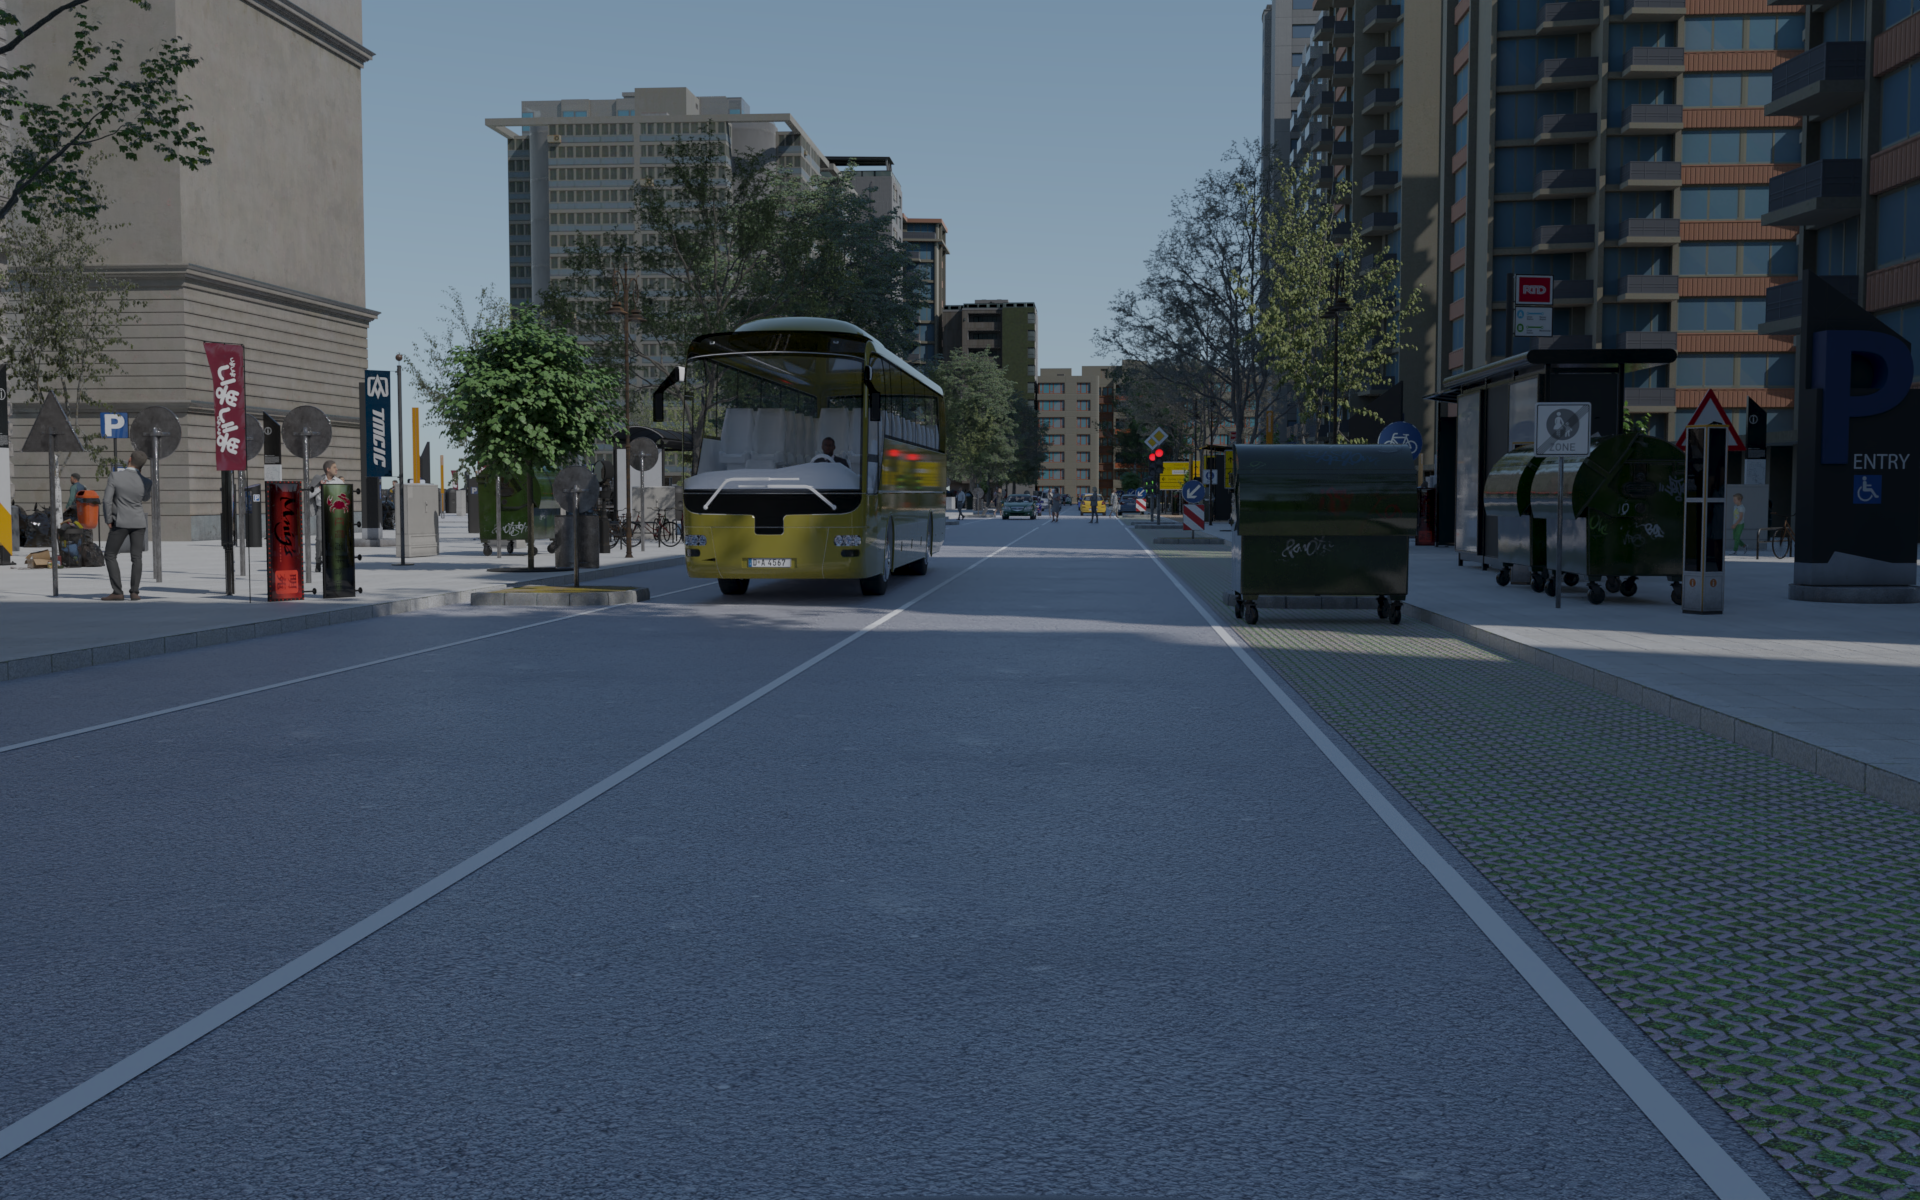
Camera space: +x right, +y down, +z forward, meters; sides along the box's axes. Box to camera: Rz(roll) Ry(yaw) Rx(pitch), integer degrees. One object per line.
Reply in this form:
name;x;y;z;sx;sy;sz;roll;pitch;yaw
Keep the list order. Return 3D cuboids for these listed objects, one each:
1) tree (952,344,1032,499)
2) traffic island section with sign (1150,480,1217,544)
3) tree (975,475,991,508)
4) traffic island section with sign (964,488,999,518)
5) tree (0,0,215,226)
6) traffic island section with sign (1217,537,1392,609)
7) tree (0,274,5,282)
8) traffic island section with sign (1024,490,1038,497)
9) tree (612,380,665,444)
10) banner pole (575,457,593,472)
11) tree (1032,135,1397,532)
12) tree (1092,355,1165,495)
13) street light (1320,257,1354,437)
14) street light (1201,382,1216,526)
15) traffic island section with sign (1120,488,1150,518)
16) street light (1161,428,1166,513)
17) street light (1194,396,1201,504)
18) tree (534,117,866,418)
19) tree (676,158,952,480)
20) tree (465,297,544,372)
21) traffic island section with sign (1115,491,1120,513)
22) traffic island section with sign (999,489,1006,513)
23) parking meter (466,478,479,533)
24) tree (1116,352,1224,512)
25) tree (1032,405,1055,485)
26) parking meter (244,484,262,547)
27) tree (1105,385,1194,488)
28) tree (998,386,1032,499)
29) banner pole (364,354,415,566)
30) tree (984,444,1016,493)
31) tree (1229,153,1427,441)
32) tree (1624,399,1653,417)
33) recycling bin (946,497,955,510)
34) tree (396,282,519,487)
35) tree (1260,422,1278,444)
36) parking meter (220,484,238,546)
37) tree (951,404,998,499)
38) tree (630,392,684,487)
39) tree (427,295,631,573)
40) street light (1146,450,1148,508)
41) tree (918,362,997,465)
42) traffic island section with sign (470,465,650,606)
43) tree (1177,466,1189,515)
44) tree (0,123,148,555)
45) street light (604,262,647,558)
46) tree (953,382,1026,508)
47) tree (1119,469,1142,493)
tree;0.967;-14.689;146.812;9.857;13.997;8.962;0;3;0
traffic island section with sign;6.585;-2.529;49.975;1.989;1.847;2.006;0;4;4
tree;2.176;-9.845;155.566;1.663;3.219;1.824;0;3;0
traffic island section with sign;1.180;-5.964;106.137;1.989;1.847;2.006;0;4;4
tree;-8.671;-5.405;14.123;9.928;11.665;9.643;0;3;0
traffic island section with sign;4.438;-0.842;22.392;1.989;1.847;2.006;0;4;4
tree;-16.749;-4.596;25.504;4.737;8.622;4.395;0;3;0
traffic island section with sign;7.137;-10.657;182.873;1.989;1.847;2.006;0;4;4
tree;-20.220;-9.743;109.663;4.360;8.622;3.978;0;3;0
banner pole;-13.084;-4.247;59.463;0.401;3.779;0.863;-3;4;-36
tree;9.636;-9.081;58.837;12.009;13.543;11.850;0;3;0
tree;24.058;-23.038;232.555;12.611;20.169;13.585;0;3;0
street light;7.370;-3.744;34.007;0.468;5.910;1.993;0;4;4
street light;10.214;-5.971;70.412;0.468;5.910;1.993;0;4;4
traffic island section with sign;10.870;-5.912;105.286;1.989;1.847;2.006;0;4;4
street light;13.822;-8.887;118.082;0.468;5.910;1.993;0;4;4
street light;11.112;-6.660;81.680;0.468;5.910;1.993;0;4;4
tree;-6.817;-6.690;43.790;8.767;10.594;7.601;-1;4;-13
tree;-5.508;-9.687;65.037;9.857;13.997;8.962;0;3;0
tree;-16.328;-6.966;64.263;4.737;8.622;4.395;0;3;0
traffic island section with sign;13.010;-7.597;132.840;1.989;1.847;2.006;0;4;4
traffic island section with sign;3.279;-7.612;133.084;1.989;1.847;2.006;0;4;4
parking meter;-15.927;-3.116;56.665;0.399;1.863;0.255;-2;4;-29
tree;15.379;-12.096;123.523;9.928;11.665;9.643;0;3;0
tree;7.140;-19.444;224.571;9.857;13.997;8.962;0;3;0
parking meter;-17.033;-2.039;41.741;0.372;1.533;0.369;0;3;0
tree;15.200;-12.539;139.425;7.601;10.594;8.767;-1;4;-13
tree;5.365;-17.536;197.084;12.009;13.543;11.850;0;3;0
banner pole;-10.208;-2.502;30.923;0.863;3.779;0.401;-3;4;-39
tree;3.511;-13.843;176.699;4.360;8.622;3.978;0;3;0
tree;7.726;-5.337;37.614;4.737;8.622;4.395;0;3;0
tree;13.686;-2.496;35.405;1.663;3.219;1.824;0;3;0
recycling bin;-0.863;-8.052;144.198;0.722;1.027;0.722;1;4;21
tree;-16.814;-6.680;59.577;4.360;8.622;3.978;0;3;0
tree;8.530;-3.199;46.907;1.663;3.219;1.824;0;3;0
parking meter;-17.940;-2.084;42.480;0.372;1.533;0.369;0;3;0
tree;1.280;-11.531;138.888;4.737;8.622;4.395;0;3;0
tree;-22.144;-10.583;123.397;4.737;8.622;4.395;0;3;0
tree;-7.267;-2.761;28.858;4.285;4.588;4.351;0;3;0
street light;16.685;-11.112;154.471;0.468;5.910;1.993;0;4;4
tree;-1.361;-11.393;120.682;8.767;10.594;7.601;-2;4;-30
traffic island section with sign;-5.245;-0.888;23.150;1.989;1.847;2.006;0;4;4
tree;13.943;-6.798;105.750;1.663;3.219;1.824;0;3;0
tree;-18.164;-5.144;34.472;4.360;8.622;3.978;0;3;0
street light;-6.665;-3.787;34.703;0.468;5.910;1.993;0;4;4
tree;2.246;-14.958;162.684;7.486;12.596;7.792;0;3;0
tree;21.873;-14.589;222.240;4.285;4.588;4.351;0;3;0
